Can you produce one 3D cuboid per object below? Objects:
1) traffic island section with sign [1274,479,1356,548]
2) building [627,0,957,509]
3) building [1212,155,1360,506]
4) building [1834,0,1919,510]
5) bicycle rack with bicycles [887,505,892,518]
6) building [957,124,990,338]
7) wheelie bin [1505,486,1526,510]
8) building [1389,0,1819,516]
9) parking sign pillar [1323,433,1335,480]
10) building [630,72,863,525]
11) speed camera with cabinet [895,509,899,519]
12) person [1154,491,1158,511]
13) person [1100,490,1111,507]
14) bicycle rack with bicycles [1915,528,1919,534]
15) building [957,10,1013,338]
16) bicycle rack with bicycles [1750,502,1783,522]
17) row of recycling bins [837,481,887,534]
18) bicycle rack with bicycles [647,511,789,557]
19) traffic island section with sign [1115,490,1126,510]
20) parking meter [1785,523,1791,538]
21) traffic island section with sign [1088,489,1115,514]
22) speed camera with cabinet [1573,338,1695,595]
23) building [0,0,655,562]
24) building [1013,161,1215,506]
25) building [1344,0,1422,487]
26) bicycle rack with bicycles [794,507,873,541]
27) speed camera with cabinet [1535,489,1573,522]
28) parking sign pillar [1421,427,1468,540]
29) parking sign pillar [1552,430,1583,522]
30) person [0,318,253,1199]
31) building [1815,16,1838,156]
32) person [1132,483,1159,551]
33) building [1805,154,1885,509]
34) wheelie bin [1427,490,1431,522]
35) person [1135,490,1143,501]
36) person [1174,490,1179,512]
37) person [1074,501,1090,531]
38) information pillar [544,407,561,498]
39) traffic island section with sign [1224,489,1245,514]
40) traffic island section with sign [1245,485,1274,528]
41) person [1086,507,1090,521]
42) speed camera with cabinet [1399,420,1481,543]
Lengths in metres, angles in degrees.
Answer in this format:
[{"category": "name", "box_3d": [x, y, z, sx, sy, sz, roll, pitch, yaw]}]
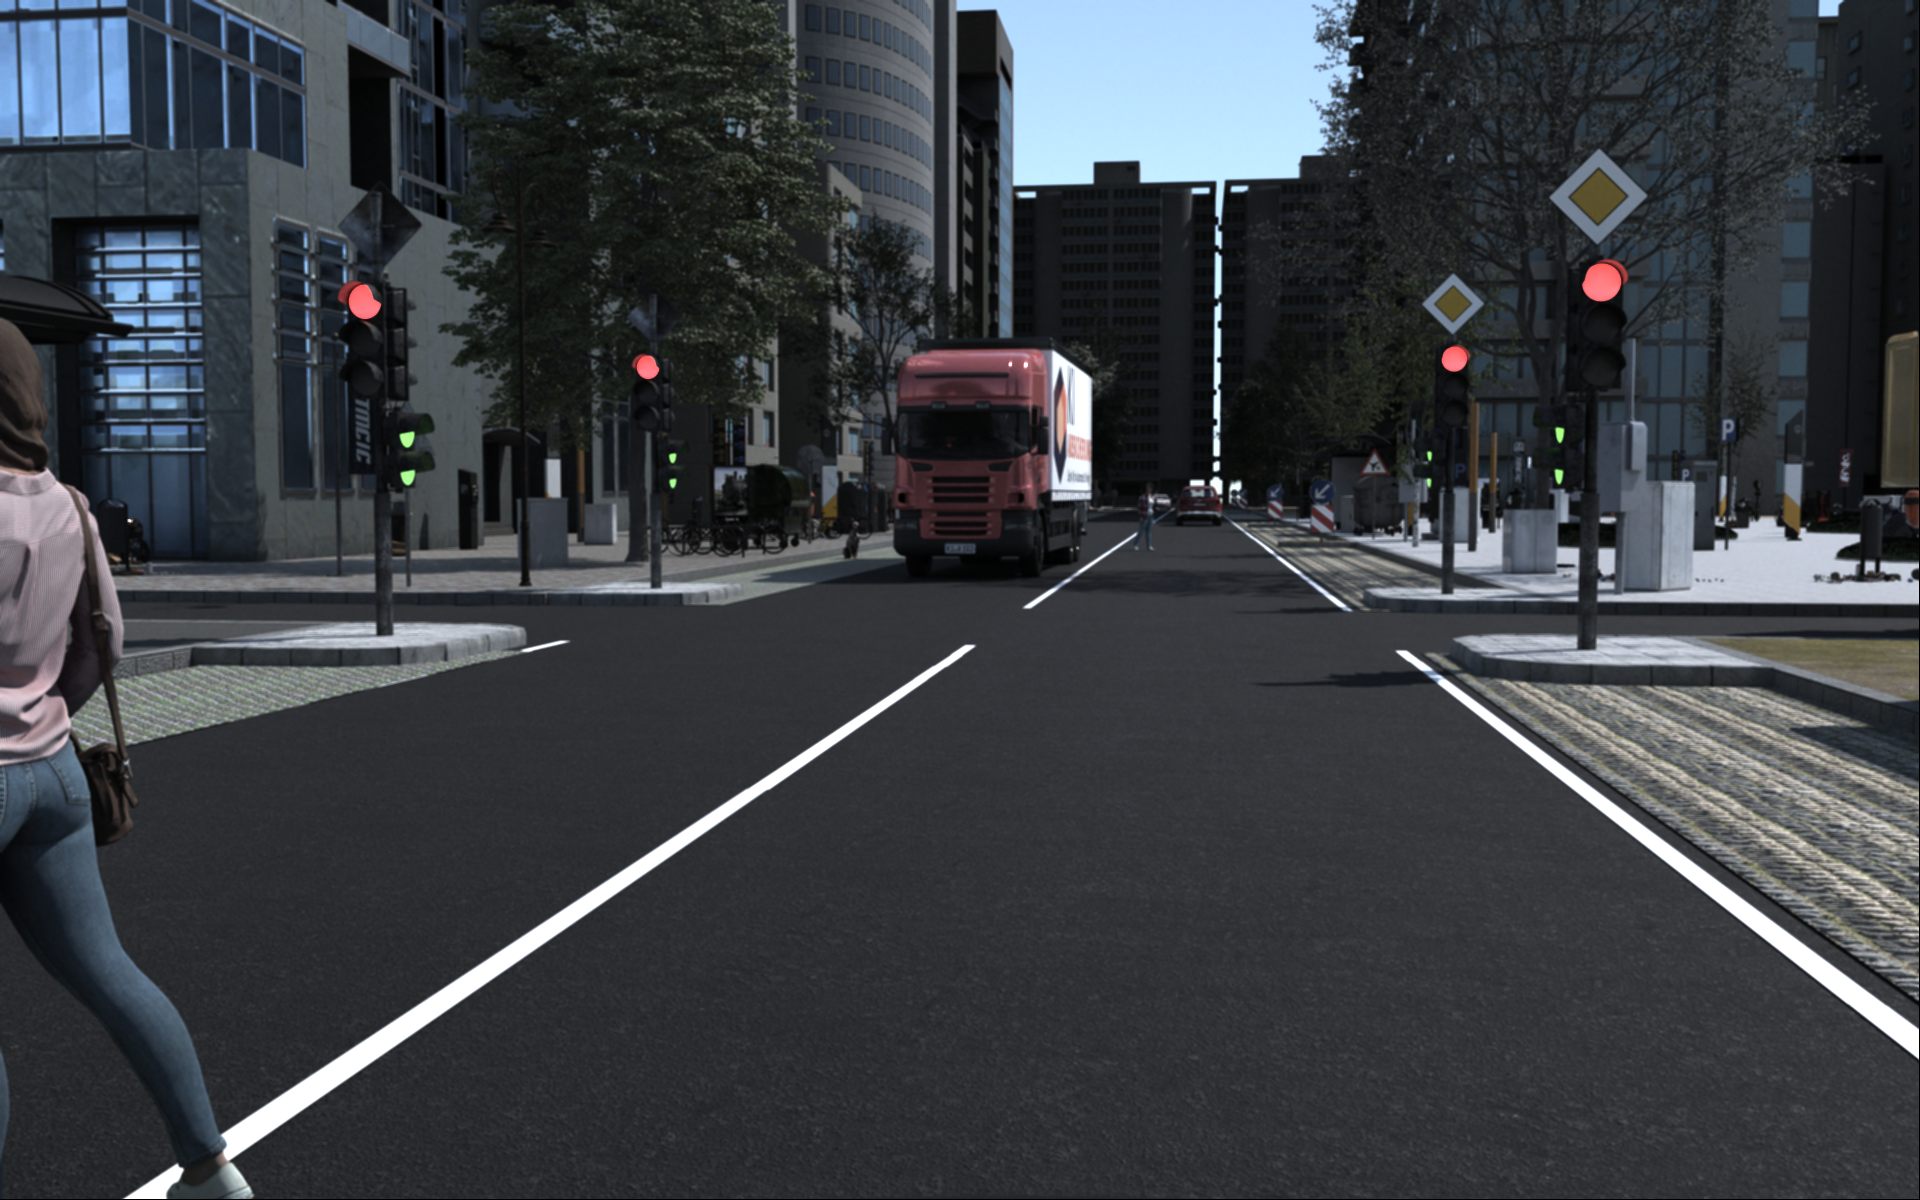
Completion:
[{"category": "traffic island section with sign", "box_3d": [9.643, -2.341, 46.911, 1.989, 1.847, 2.006, 0, 4, 8]}, {"category": "building", "box_3d": [-12.522, -35.041, 114.915, 21.231, 58.520, 28.212, 0, 4, 8]}, {"category": "building", "box_3d": [42.090, -31.147, 201.130, 23.993, 40.220, 32.217, 0, 4, 8]}, {"category": "building", "box_3d": [87.597, -31.842, 144.323, 21.600, 48.544, 21.300, 0, 4, 8]}, {"category": "bicycle rack with bicycles", "box_3d": [-2.750, -4.299, 83.670, 2.852, 0.926, 2.925, 1, 4, 14]}, {"category": "building", "box_3d": [-5.408, -22.289, 136.121, 14.160, 30.474, 14.107, 0, 4, 8]}, {"category": "wheelie bin", "box_3d": [21.555, -3.625, 67.184, 0.693, 1.594, 0.980, 2, 4, 32]}, {"category": "building", "box_3d": [42.015, -30.325, 115.419, 23.786, 49.044, 30.456, 0, 4, 8]}, {"category": "parking sign pillar", "box_3d": [15.897, -5.271, 74.658, 1.447, 3.967, 1.447, 1, 4, 10]}, {"category": "building", "box_3d": [-21.252, -14.793, 86.898, 27.650, 21.520, 28.899, 0, 4, 8]}, {"category": "speed camera with cabinet", "box_3d": [-2.065, -4.222, 63.360, 0.660, 3.252, 2.038, 0, 4, -1]}, {"category": "person", "box_3d": [16.985, -8.595, 149.966, 0.436, 1.711, 0.756, 1, 4, 17]}, {"category": "person", "box_3d": [15.196, -10.480, 179.930, 1.350, 1.814, 0.705, 0, 4, 3]}, {"category": "bicycle rack with bicycles", "box_3d": [27.467, -2.040, 46.734, 2.925, 0.926, 2.852, -1, 4, -11]}, {"category": "building", "box_3d": [-2.889, -31.180, 159.903, 14.200, 45.320, 14.600, 0, 4, 8]}, {"category": "bicycle rack with bicycles", "box_3d": [37.710, -4.143, 81.123, 2.852, 0.926, 2.925, 2, 4, 35]}, {"category": "row of recycling bins", "box_3d": [-3.260, -3.054, 57.050, 1.069, 1.692, 3.534, 1, 4, 14]}, {"category": "bicycle rack with bicycles", "box_3d": [-5.287, -1.394, 36.170, 2.925, 0.926, 2.852, 1, 4, 8]}, {"category": "traffic island section with sign", "box_3d": [13.571, -8.749, 151.678, 1.989, 1.847, 2.006, 0, 4, 8]}, {"category": "parking meter", "box_3d": [24.561, -2.773, 51.049, 0.399, 1.863, 0.255, 2, 4, 28]}, {"category": "traffic island section with sign", "box_3d": [9.922, -7.105, 124.795, 1.989, 1.847, 2.006, 0, 4, 8]}, {"category": "speed camera with cabinet", "box_3d": [8.915, -1.736, 22.719, 2.038, 3.252, 0.660, -3, 5, -42]}, {"category": "building", "box_3d": [-22.204, -44.902, 46.817, 22.319, 86.520, 31.000, 0, 4, 8]}, {"category": "building", "box_3d": [18.393, -31.379, 204.923, 23.993, 40.220, 32.217, 0, 4, 8]}, {"category": "building", "box_3d": [44.168, -30.042, 145.810, 22.147, 44.769, 28.867, 0, 4, 8]}, {"category": "bicycle rack with bicycles", "box_3d": [-4.288, -2.172, 48.891, 2.925, 0.926, 2.852, 3, 4, 37]}, {"category": "speed camera with cabinet", "box_3d": [20.417, -3.916, 58.359, 0.660, 3.252, 2.038, -3, 4, -39]}, {"category": "parking sign pillar", "box_3d": [13.641, -3.660, 48.312, 1.447, 3.967, 1.447, -1, 4, -12]}, {"category": "parking sign pillar", "box_3d": [22.146, -4.538, 62.673, 1.447, 3.967, 1.447, 2, 4, 26]}, {"category": "person", "box_3d": [-1.695, 0.361, 3.193, 0.643, 1.750, 0.593, 1, 4, 10]}, {"category": "building", "box_3d": [90.118, -36.926, 192.977, 27.495, 52.752, 28.713, 0, 4, 8]}, {"category": "person", "box_3d": [4.723, -2.119, 43.989, 0.563, 1.720, 0.643, -3, 4, -39]}, {"category": "building", "box_3d": [70.208, -23.194, 150.929, 14.107, 30.474, 14.160, 0, 4, 8]}, {"category": "wheelie bin", "box_3d": [21.890, -4.397, 79.798, 0.980, 1.594, 0.693, 1, 4, 14]}, {"category": "person", "box_3d": [13.986, -7.667, 134.377, 0.721, 1.766, 1.217, 3, 5, 42]}, {"category": "person", "box_3d": [17.784, -8.130, 141.977, 0.434, 1.755, 0.990, 1, 4, 10]}, {"category": "person", "box_3d": [4.664, -3.566, 66.646, 0.661, 1.843, 0.795, -2, 4, -24]}, {"category": "information pillar", "box_3d": [-9.669, -3.045, 41.147, 0.183, 3.616, 0.504, 2, 4, 28]}, {"category": "traffic island section with sign", "box_3d": [20.096, -7.043, 123.788, 1.989, 1.847, 2.006, 0, 4, 8]}, {"category": "traffic island section with sign", "box_3d": [13.368, -4.015, 74.273, 1.989, 1.847, 2.006, 0, 4, 8]}, {"category": "person", "box_3d": [6.700, -5.190, 93.213, 0.638, 1.841, 0.748, -3, 4, -37]}, {"category": "speed camera with cabinet", "box_3d": [12.742, -3.159, 45.993, 2.038, 3.252, 0.660, 2, 4, 24]}]
